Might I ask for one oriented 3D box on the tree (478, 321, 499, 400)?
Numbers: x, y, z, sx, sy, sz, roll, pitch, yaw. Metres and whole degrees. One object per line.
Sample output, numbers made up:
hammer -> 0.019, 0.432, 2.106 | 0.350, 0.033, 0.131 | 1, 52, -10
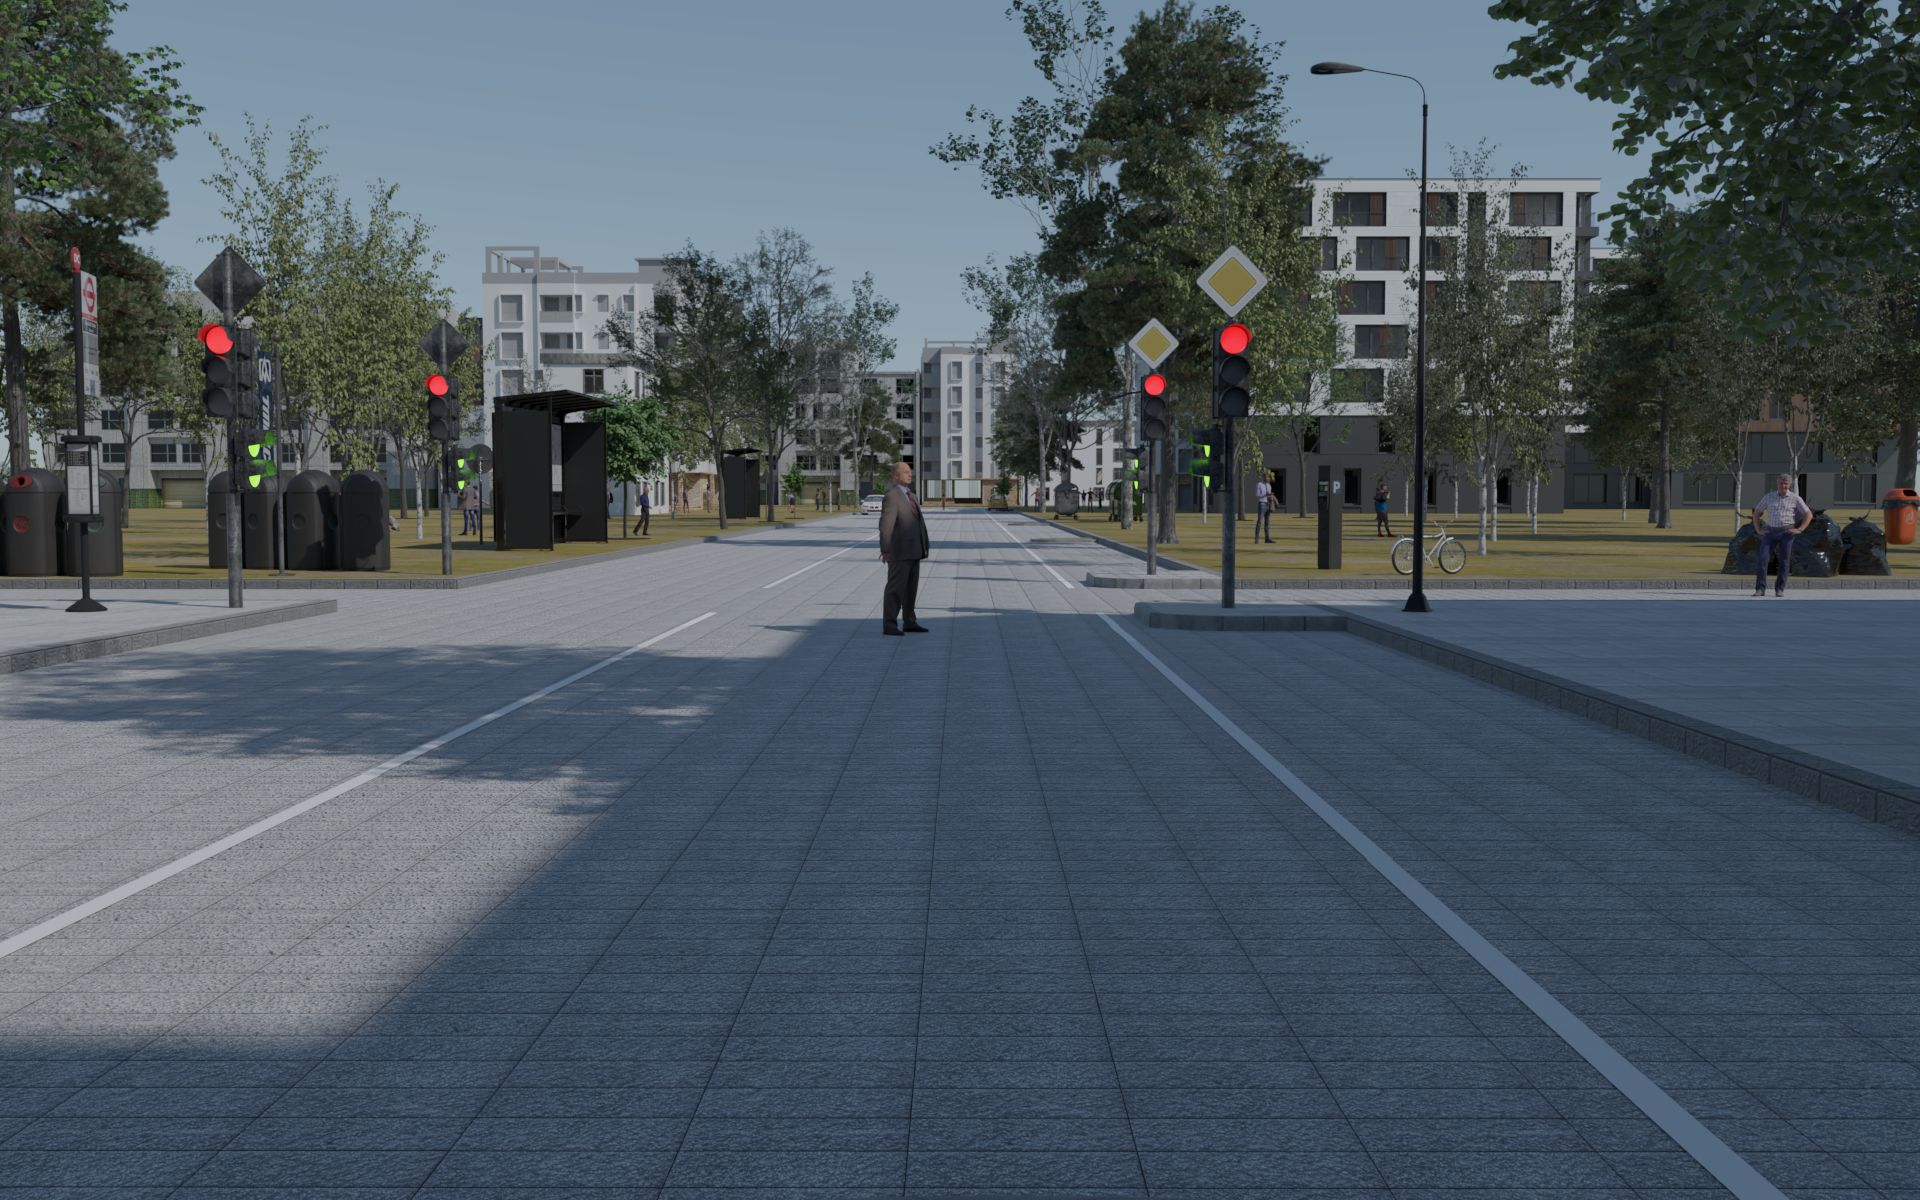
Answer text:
tree -> -15.249, -6.022, 48.815 | 4.737, 8.622, 4.395 | 0, 3, 0

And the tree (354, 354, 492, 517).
tree -> -30.109, -9.941, 96.952 | 8.767, 10.594, 7.601 | 0, 4, 3

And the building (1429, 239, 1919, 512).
building -> 62.236, -18.976, 154.237 | 32.646, 21.610, 27.936 | 0, 4, 0

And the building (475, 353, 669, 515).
building -> -24.172, -10.716, 117.350 | 9.099, 9.664, 28.070 | 0, 4, 0

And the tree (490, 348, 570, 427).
tree -> -21.421, -8.362, 87.080 | 4.360, 8.622, 3.978 | 0, 3, 0

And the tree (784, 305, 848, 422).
tree -> -9.390, -17.951, 149.393 | 12.611, 20.169, 13.585 | 0, 3, 0

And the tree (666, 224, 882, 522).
tree -> -8.463, -10.281, 78.457 | 12.009, 13.543, 11.850 | 0, 3, 0

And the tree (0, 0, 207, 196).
tree -> -9.214, -5.342, 13.091 | 9.928, 11.665, 9.643 | 0, 3, 0

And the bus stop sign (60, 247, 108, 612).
bus stop sign -> -9.603, -1.857, 19.064 | 0.416, 3.939, 0.855 | -1, 4, -10

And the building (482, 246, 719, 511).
building -> -28.098, -17.144, 136.729 | 16.016, 20.091, 11.380 | 0, 4, 0

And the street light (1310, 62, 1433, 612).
street light -> 4.463, -2.828, 18.784 | 1.470, 5.913, 1.316 | 0, 4, 0

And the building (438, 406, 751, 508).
building -> -34.172, -13.555, 163.765 | 28.070, 9.664, 9.099 | 0, 4, 0

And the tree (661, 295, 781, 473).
tree -> -13.889, -11.020, 98.310 | 7.486, 12.596, 7.792 | 0, 3, 0

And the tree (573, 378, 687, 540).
tree -> -9.478, -3.996, 49.046 | 4.285, 4.588, 4.351 | 0, 3, 0

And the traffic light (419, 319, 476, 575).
traffic light -> -8.136, -2.335, 27.416 | 0.839, 4.213, 0.868 | 0, 4, 0

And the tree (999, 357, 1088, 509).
tree -> 6.445, -13.028, 135.063 | 6.751, 12.117, 7.091 | 0, 3, 0

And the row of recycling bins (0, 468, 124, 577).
row of recycling bins -> -14.908, -1.218, 27.026 | 3.534, 1.692, 1.069 | 0, 4, -5

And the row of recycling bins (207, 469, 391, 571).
row of recycling bins -> -11.301, -1.370, 29.515 | 3.534, 1.692, 1.069 | 1, 4, 18

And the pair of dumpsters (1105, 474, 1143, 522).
pair of dumpsters -> 7.743, -4.801, 80.985 | 1.574, 2.255, 4.436 | 0, 4, 0

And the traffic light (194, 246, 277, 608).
traffic light -> -8.156, -1.846, 19.431 | 0.839, 4.213, 0.868 | 0, 4, 0

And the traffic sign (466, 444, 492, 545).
traffic sign -> -12.173, -2.682, 43.964 | 0.768, 2.556, 0.104 | 0, 4, 5

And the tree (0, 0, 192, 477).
tree -> -20.584, -7.933, 37.127 | 7.806, 13.903, 7.818 | 0, 3, 0

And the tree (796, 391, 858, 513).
tree -> -9.195, -10.337, 119.364 | 4.360, 8.622, 3.978 | 0, 3, 0

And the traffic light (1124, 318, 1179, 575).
traffic light -> 3.025, -2.334, 27.405 | 0.839, 4.213, 0.868 | 0, 4, 0

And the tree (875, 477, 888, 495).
tree -> -8.429, -11.299, 179.333 | 1.663, 3.219, 1.824 | 0, 3, 0

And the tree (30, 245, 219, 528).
tree -> -31.043, -7.969, 64.700 | 7.601, 10.594, 8.767 | 0, 4, -1

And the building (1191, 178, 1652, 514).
building -> 30.894, -17.409, 128.616 | 27.936, 21.610, 32.646 | 0, 4, 0

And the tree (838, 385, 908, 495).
tree -> -8.678, -15.133, 169.478 | 6.751, 12.117, 7.091 | 0, 3, 0

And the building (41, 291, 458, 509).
building -> -64.233, -17.922, 159.483 | 31.486, 18.905, 16.747 | 0, 4, 0

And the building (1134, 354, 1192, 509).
building -> 24.567, -18.703, 162.206 | 16.016, 20.091, 11.380 | 0, 4, 0

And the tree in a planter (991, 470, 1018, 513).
tree in a planter -> 3.314, -8.075, 129.242 | 1.991, 3.239, 1.994 | 0, 4, 0

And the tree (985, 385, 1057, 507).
tree -> 6.119, -15.393, 169.794 | 7.486, 12.596, 7.792 | 0, 3, 0

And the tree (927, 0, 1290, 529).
tree -> 4.612, -12.650, 62.714 | 12.611, 20.169, 13.585 | 0, 3, 0

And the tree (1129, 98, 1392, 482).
tree -> 5.427, -5.058, 33.059 | 4.737, 8.622, 4.395 | 0, 3, 0

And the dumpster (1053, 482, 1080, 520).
dumpster -> 5.309, -4.927, 86.314 | 1.264, 1.857, 1.865 | 0, 3, 0

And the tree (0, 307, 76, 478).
tree -> -25.677, -5.880, 46.507 | 4.737, 8.622, 4.395 | 0, 3, 0

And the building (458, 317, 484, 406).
building -> -53.024, -22.441, 210.880 | 32.646, 21.610, 27.936 | 0, 4, 0

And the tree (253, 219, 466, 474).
tree -> -27.280, -10.178, 76.776 | 12.009, 13.543, 11.850 | 0, 3, 0

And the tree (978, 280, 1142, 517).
tree -> 5.958, -11.328, 95.586 | 12.009, 13.543, 11.850 | 0, 3, 0

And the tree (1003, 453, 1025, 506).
tree -> 6.245, -14.012, 179.463 | 4.737, 8.622, 4.395 | 0, 3, 0

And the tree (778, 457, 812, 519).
tree -> -8.636, -5.835, 90.001 | 1.663, 3.219, 1.824 | 0, 3, 0

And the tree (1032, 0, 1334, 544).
tree -> 5.636, -8.401, 44.773 | 7.806, 13.903, 7.818 | 0, 3, 0

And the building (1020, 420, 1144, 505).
building -> 20.867, -15.880, 201.792 | 28.070, 9.664, 9.099 | 0, 4, 0

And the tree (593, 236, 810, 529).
tree -> -8.923, -7.871, 63.102 | 7.601, 10.594, 8.767 | 1, 4, 23

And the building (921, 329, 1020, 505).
building -> 1.150, -21.302, 204.708 | 11.380, 20.091, 16.016 | 0, 4, 0

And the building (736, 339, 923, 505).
building -> -20.396, -20.747, 205.670 | 31.486, 18.905, 16.747 | 0, 4, 0

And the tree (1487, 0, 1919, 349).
tree -> 5.187, -5.435, 6.991 | 7.486, 12.596, 7.792 | 0, 3, 0

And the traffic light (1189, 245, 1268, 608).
traffic light -> 3.005, -1.846, 19.419 | 0.839, 4.213, 0.868 | 0, 4, 0

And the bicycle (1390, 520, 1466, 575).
bicycle -> 7.430, -0.875, 27.522 | 1.543, 0.972, 0.635 | -2, 4, -24

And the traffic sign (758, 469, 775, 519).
traffic sign -> -9.848, -5.381, 87.980 | 0.884, 2.594, 0.081 | 1, 4, 8

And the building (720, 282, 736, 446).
building -> -27.273, -17.839, 148.085 | 16.016, 20.091, 11.380 | 0, 4, 0

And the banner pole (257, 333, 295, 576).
banner pole -> -10.676, -2.254, 26.872 | 0.401, 3.779, 0.863 | 0, 4, 5
